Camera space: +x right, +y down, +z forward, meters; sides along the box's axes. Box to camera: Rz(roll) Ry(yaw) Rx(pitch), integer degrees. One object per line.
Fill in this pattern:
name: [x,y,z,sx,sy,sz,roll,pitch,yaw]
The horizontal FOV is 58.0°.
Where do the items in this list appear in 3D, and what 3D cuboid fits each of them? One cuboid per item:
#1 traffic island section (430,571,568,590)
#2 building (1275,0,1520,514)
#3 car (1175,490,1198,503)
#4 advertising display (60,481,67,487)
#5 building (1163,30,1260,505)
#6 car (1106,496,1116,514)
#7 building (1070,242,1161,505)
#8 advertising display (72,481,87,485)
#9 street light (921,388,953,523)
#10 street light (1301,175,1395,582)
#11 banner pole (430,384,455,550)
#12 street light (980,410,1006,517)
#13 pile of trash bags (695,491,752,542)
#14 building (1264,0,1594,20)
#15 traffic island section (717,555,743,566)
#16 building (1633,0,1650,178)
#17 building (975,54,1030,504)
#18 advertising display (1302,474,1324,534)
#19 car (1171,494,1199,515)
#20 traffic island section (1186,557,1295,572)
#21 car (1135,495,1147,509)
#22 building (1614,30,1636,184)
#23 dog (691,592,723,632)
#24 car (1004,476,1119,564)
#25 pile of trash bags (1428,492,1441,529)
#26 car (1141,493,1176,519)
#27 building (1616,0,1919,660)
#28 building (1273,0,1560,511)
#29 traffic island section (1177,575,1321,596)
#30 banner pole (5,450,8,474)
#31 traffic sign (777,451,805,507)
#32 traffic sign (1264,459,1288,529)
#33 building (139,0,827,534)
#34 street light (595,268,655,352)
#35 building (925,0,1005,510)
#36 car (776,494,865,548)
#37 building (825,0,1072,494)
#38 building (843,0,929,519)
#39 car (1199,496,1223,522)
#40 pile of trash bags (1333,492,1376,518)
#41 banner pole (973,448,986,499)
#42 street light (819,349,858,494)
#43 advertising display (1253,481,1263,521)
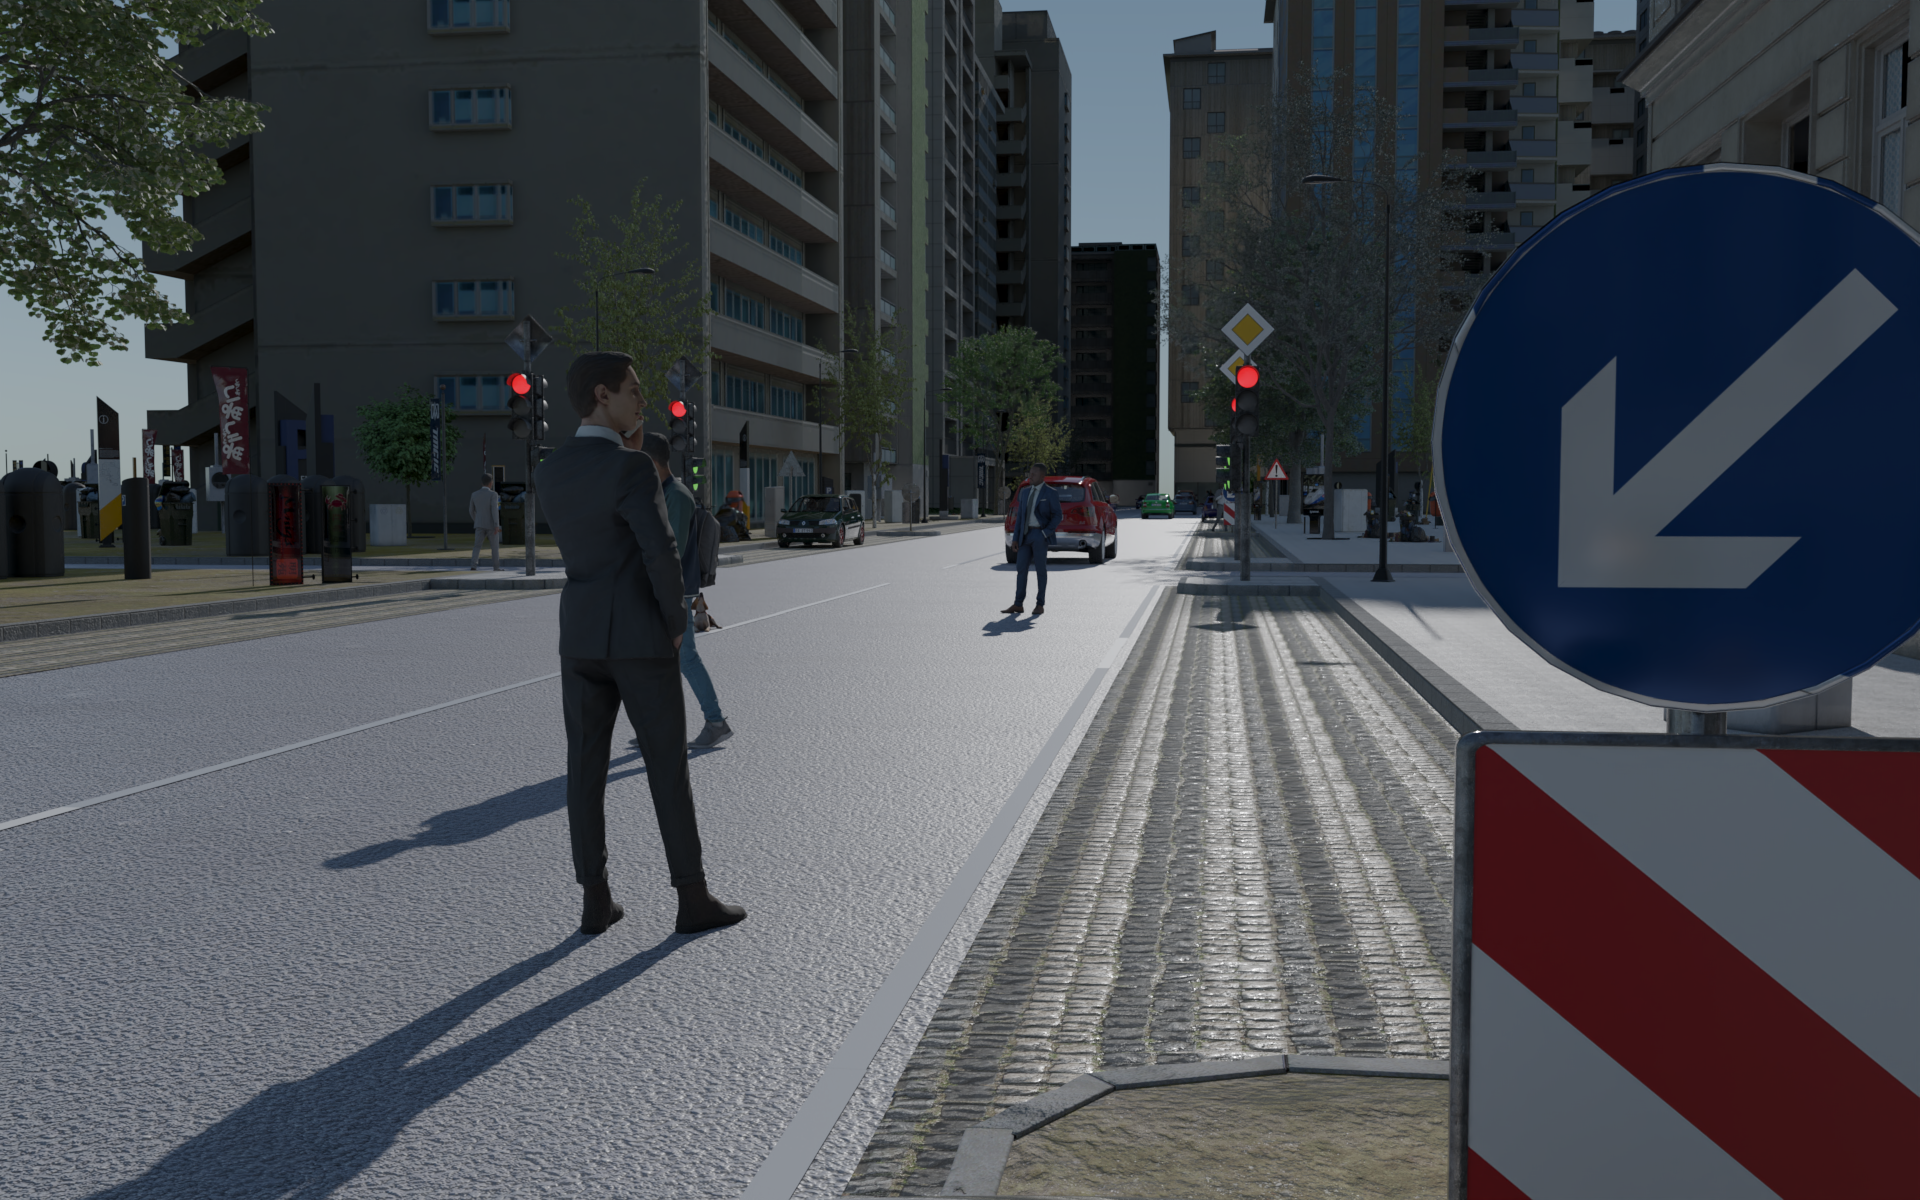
traffic island section: [-6.777,-0.305,27.269,2.009,0.180,2.903,1,4,8]
building: [28.378,-28.426,114.871,14.600,45.320,14.200,1,4,8]
car: [22.591,-10.056,173.082,2.281,1.827,5.304,1,4,10]
advertising display: [-43.152,-4.739,82.704,0.974,1.923,0.123,-3,4,-38]
building: [38.100,-37.663,205.036,27.495,52.752,28.713,1,4,8]
car: [7.952,-5.292,99.103,1.945,1.354,3.894,1,4,10]
building: [16.174,-26.298,201.672,14.107,30.474,14.160,1,4,8]
advertising display: [-42.811,-4.854,84.570,0.123,1.923,0.974,2,4,35]
street light: [-1.022,-6.324,75.938,1.470,5.913,1.316,1,4,8]
street light: [5.670,-3.228,25.316,1.470,5.913,1.316,1,4,8]
banner pole: [-11.951,-3.042,39.761,0.401,3.779,0.863,-3,5,-44]
street light: [1.827,-7.559,96.136,1.470,5.913,1.316,1,4,8]
pile of trash bags: [-6.595,-2.306,47.464,1.912,1.369,3.447,1,4,9]
building: [43.471,-35.161,164.124,28.713,52.752,27.495,1,4,8]
traffic island section: [-5.617,-0.788,35.170,2.009,0.180,2.903,1,4,8]
building: [74.528,-44.330,163.049,20.611,71.187,20.563,1,4,8]
building: [-9.906,-27.739,145.408,32.217,40.220,23.993,1,4,8]
advertising display: [11.416,-3.086,55.674,0.123,1.923,0.974,-3,4,-38]
car: [15.647,-6.662,120.931,2.014,1.417,4.499,1,4,9]
traffic island section: [5.406,-0.689,33.552,2.009,0.180,2.903,1,4,8]
car: [17.816,-9.393,166.161,1.945,1.354,3.894,1,4,9]
building: [65.163,-37.361,200.095,27.495,52.752,28.713,1,4,8]
dog: [-2.646,0.117,18.283,0.550,0.427,0.748,3,4,37]
car: [2.227,-1.745,37.205,2.281,1.827,5.304,1,4,10]
pile of trash bags: [18.983,-3.303,63.750,3.447,1.369,1.912,2,4,25]
car: [11.502,-5.607,100.475,1.959,1.807,4.718,1,4,9]
building: [13.859,-10.604,6.665,16.112,22.955,30.059,1,4,8]
building: [35.515,-36.311,135.681,21.231,58.520,28.212,1,4,8]
traffic island section: [4.245,-0.206,25.651,2.009,0.180,2.903,1,4,8]
banner pole: [-53.943,-6.609,98.068,0.401,3.779,0.863,-2,4,-26]
traffic sign: [-5.064,-3.175,51.913,0.884,2.594,0.081,1,4,14]
traffic sign: [11.659,-3.905,63.849,0.884,2.594,0.081,1,4,10]
building: [-17.088,-27.001,65.167,21.300,48.544,21.600,1,4,8]
street light: [-6.961,-3.870,35.810,1.470,5.913,1.316,1,4,8]
building: [-7.508,-41.742,120.732,20.563,71.187,20.611,1,4,8]
car: [-3.765,-2.283,47.109,2.009,1.686,4.222,1,4,9]
building: [-0.253,-33.611,173.240,21.600,48.544,21.300,1,4,8]
building: [-9.705,-24.880,90.380,14.154,41.232,14.086,1,4,8]
car: [13.383,-4.717,89.709,1.945,1.354,3.894,0,4,8]
pile of trash bags: [19.805,-4.679,86.256,1.912,1.369,3.447,0,4,-6]
banner pole: [0.992,-6.321,93.363,0.863,3.779,0.401,1,4,15]
street light: [-3.961,-5.088,55.726,1.470,5.913,1.316,1,4,8]
advertising display: [14.509,-4.842,84.385,0.123,1.923,0.974,-1,4,-10]
